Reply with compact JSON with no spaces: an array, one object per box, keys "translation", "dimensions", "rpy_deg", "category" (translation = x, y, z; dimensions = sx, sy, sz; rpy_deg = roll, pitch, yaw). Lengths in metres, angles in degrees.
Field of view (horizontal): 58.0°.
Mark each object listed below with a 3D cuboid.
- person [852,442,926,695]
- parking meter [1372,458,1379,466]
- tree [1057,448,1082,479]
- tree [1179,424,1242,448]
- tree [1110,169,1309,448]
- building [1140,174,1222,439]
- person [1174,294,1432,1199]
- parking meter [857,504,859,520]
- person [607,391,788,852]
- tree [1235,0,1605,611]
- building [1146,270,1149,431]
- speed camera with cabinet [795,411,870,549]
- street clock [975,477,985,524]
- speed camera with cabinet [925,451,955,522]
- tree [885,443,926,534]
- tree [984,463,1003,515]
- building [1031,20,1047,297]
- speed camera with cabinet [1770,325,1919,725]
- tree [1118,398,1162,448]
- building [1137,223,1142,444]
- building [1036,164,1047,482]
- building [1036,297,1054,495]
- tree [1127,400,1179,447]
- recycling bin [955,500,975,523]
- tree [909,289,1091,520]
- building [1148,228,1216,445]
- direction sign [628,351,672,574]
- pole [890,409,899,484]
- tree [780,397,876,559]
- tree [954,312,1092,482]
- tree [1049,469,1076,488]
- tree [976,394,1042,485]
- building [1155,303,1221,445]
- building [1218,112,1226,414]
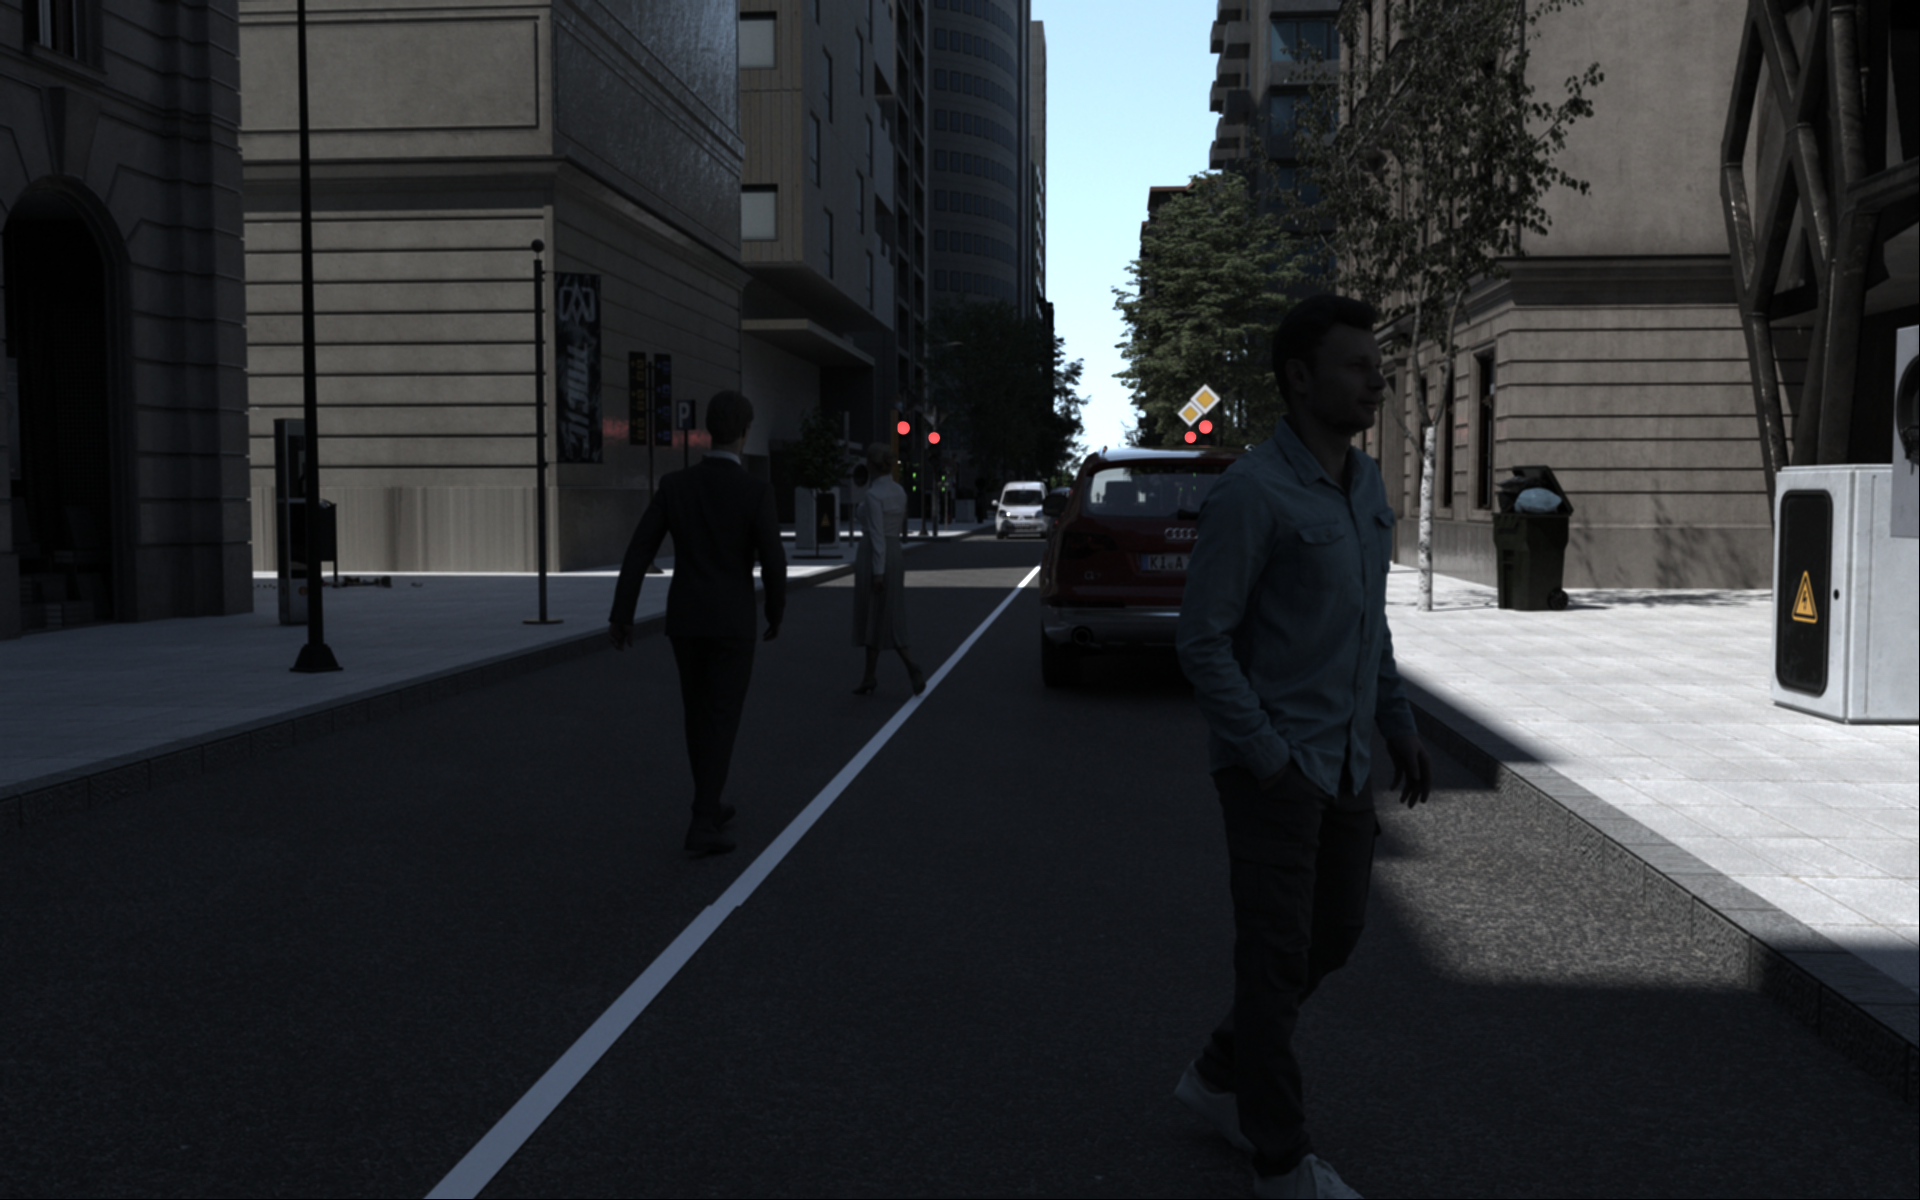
[{"translation":[-0.506,-0.218,12.291],"dimensions":[0.641,1.798,0.478],"rpy_deg":[3,5,43],"category":"person"},{"translation":[6.568,-1.364,28.017],"dimensions":[0.255,1.863,0.399],"rpy_deg":[3,4,39],"category":"parking meter"},{"translation":[17.303,-21.539,286.574],"dimensions":[8.767,10.594,7.601],"rpy_deg":[-1,4,-19],"category":"tree"},{"translation":[10.085,-5.369,71.492],"dimensions":[4.285,4.588,4.351],"rpy_deg":[0,3,0],"category":"tree"},{"translation":[8.783,-8.764,61.418],"dimensions":[7.486,12.596,7.792],"rpy_deg":[0,3,0],"category":"tree"},{"translation":[36.982,-35.849,240.759],"dimensions":[22.147,44.769,28.867],"rpy_deg":[0,4,5],"category":"building"},{"translation":[0.664,0.302,3.581],"dimensions":[0.620,1.820,0.660],"rpy_deg":[3,5,39],"category":"person"},{"translation":[-4.897,-4.698,85.229],"dimensions":[0.372,1.533,0.369],"rpy_deg":[0,3,0],"category":"parking meter"},{"translation":[-0.995,0.072,7.093],"dimensions":[0.659,1.850,0.755],"rpy_deg":[1,4,15],"category":"person"},{"translation":[5.104,-4.197,18.981],"dimensions":[4.360,8.622,3.978],"rpy_deg":[0,3,0],"category":"tree"},{"translation":[30.709,-27.408,219.814],"dimensions":[14.160,30.474,14.107],"rpy_deg":[0,4,5],"category":"building"},{"translation":[-2.998,-2.849,40.909],"dimensions":[0.660,3.252,2.038],"rpy_deg":[3,4,38],"category":"speed camera with cabinet"},{"translation":[0.877,-4.339,75.508],"dimensions":[0.358,2.002,0.471],"rpy_deg":[3,5,41],"category":"street clock"},{"translation":[-0.970,-5.213,79.569],"dimensions":[0.660,3.252,2.038],"rpy_deg":[-2,4,-30],"category":"speed camera with cabinet"},{"translation":[-2.167,-3.774,56.303],"dimensions":[1.663,3.219,1.824],"rpy_deg":[0,3,0],"category":"tree"},{"translation":[1.872,-6.930,107.899],"dimensions":[1.663,3.219,1.824],"rpy_deg":[0,3,0],"category":"tree"},{"translation":[5.135,-50.755,268.098],"dimensions":[20.563,71.187,20.611],"rpy_deg":[0,4,5],"category":"building"},{"translation":[5.173,-0.925,9.453],"dimensions":[0.660,3.252,2.038],"rpy_deg":[0,4,2],"category":"speed camera with cabinet"},{"translation":[14.189,-11.127,132.290],"dimensions":[4.737,8.622,4.395],"rpy_deg":[0,3,0],"category":"tree"},{"translation":[38.962,-37.645,270.111],"dimensions":[22.147,44.769,28.867],"rpy_deg":[0,4,5],"category":"building"},{"translation":[-0.593,-37.265,228.885],"dimensions":[23.786,49.044,30.456],"rpy_deg":[0,4,5],"category":"building"},{"translation":[6.405,-29.326,251.180],"dimensions":[14.160,30.474,14.107],"rpy_deg":[0,4,5],"category":"building"},{"translation":[13.726,-10.319,119.070],"dimensions":[4.360,8.622,3.978],"rpy_deg":[0,3,0],"category":"tree"},{"translation":[0.223,-4.011,78.141],"dimensions":[0.722,1.027,0.722],"rpy_deg":[1,4,23],"category":"recycling bin"},{"translation":[1.214,-9.894,87.518],"dimensions":[9.928,11.665,9.643],"rpy_deg":[0,3,0],"category":"tree"},{"translation":[28.525,-25.730,192.393],"dimensions":[14.160,30.474,14.107],"rpy_deg":[0,4,5],"category":"building"},{"translation":[-4.975,-2.193,27.860],"dimensions":[0.379,3.537,0.876],"rpy_deg":[3,4,39],"category":"direction sign"},{"translation":[-1.575,-2.931,41.763],"dimensions":[0.158,3.312,0.155],"rpy_deg":[0,3,0],"category":"pole"},{"translation":[-2.732,-2.447,34.613],"dimensions":[1.663,3.219,1.824],"rpy_deg":[0,3,0],"category":"tree"},{"translation":[4.087,-13.108,120.978],"dimensions":[9.857,13.997,8.962],"rpy_deg":[0,3,0],"category":"tree"},{"translation":[14.938,-15.861,243.039],"dimensions":[4.285,4.588,4.351],"rpy_deg":[0,3,0],"category":"tree"},{"translation":[3.257,-9.934,112.785],"dimensions":[4.737,8.622,4.395],"rpy_deg":[0,3,0],"category":"tree"},{"translation":[33.537,-19.918,170.703],"dimensions":[27.650,21.520,28.899],"rpy_deg":[0,4,5],"category":"building"},{"translation":[34.286,-27.558,142.450],"dimensions":[32.217,40.220,23.993],"rpy_deg":[0,4,5],"category":"building"}]
